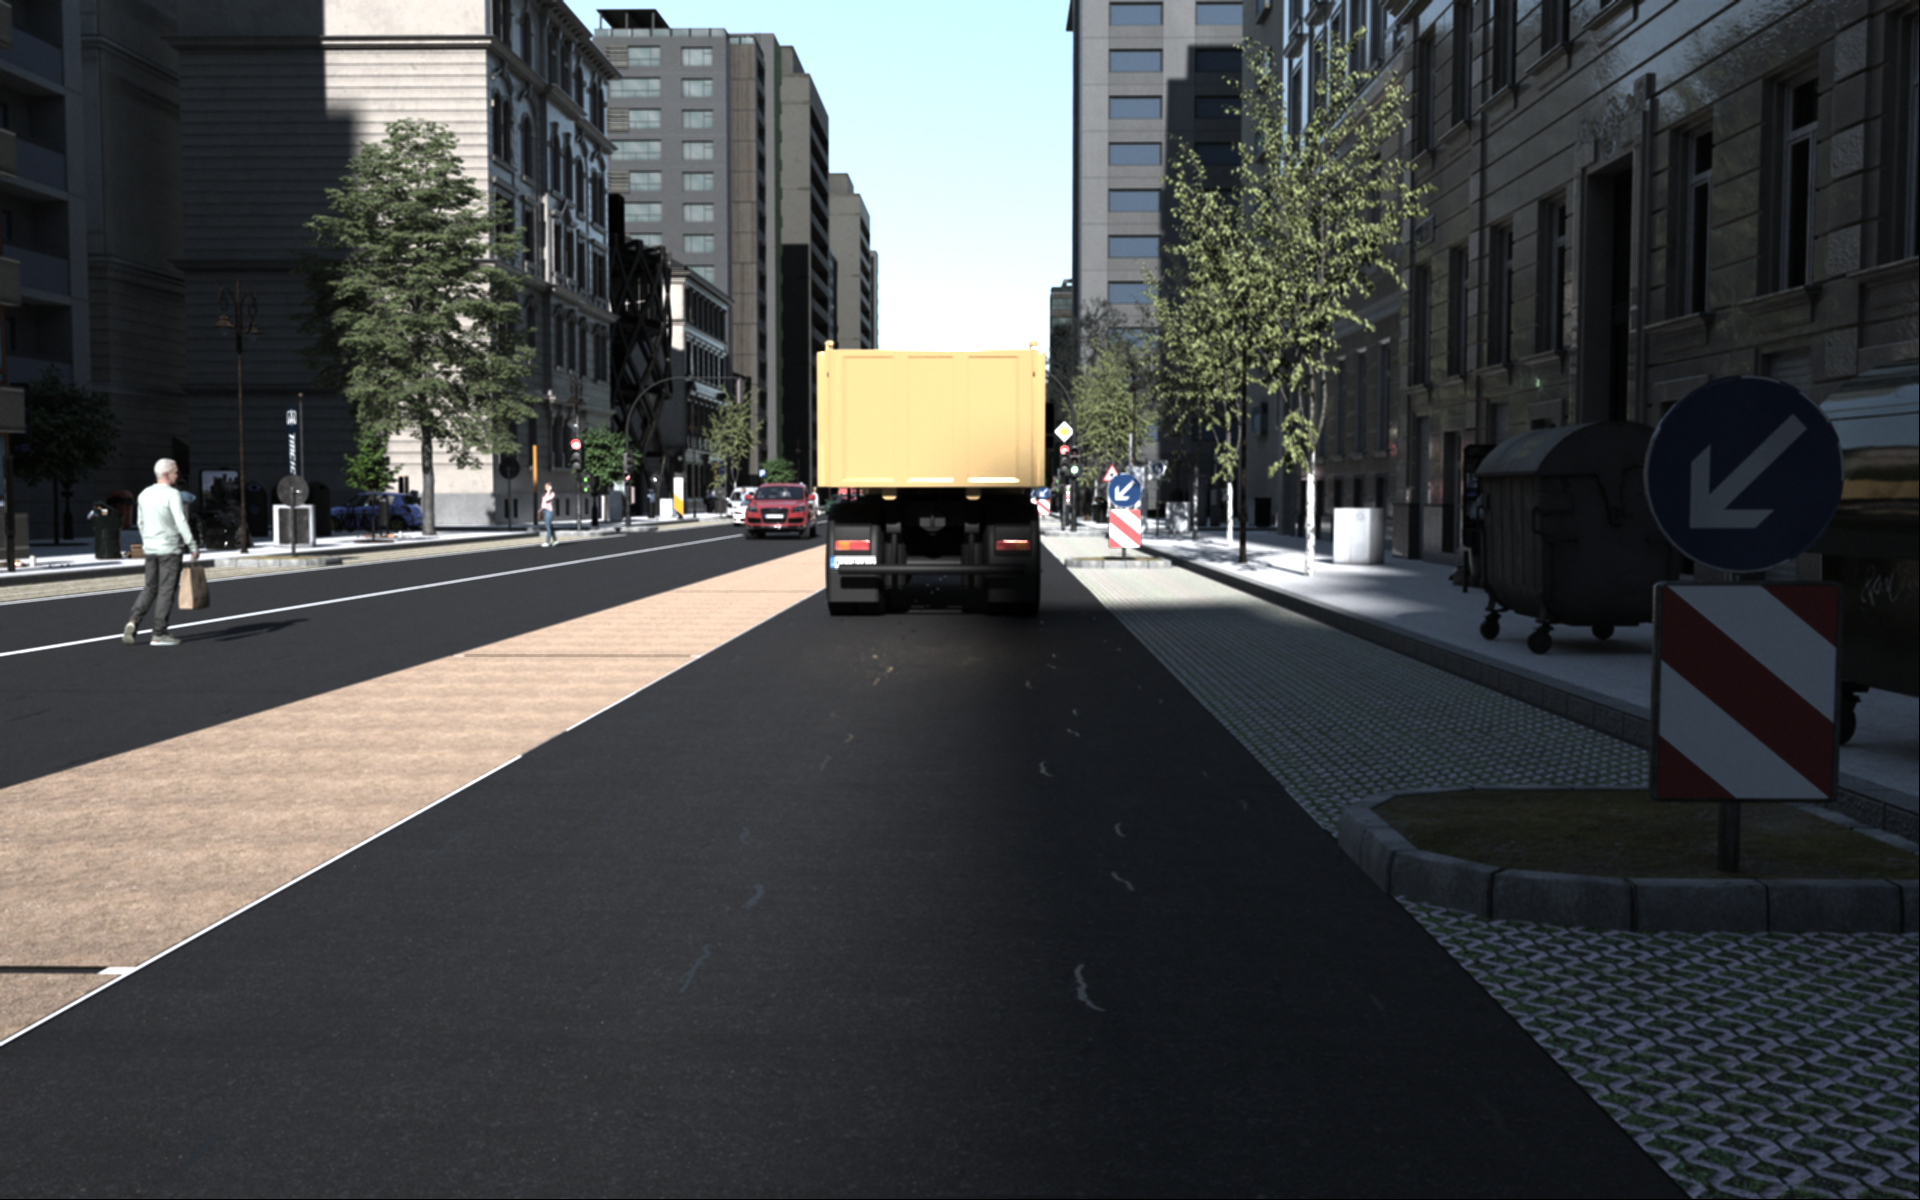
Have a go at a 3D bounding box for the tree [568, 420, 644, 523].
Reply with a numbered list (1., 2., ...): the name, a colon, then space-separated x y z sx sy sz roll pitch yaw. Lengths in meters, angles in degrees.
1. tree: -15.732 -5.694 76.815 4.285 4.588 4.351 0 3 0

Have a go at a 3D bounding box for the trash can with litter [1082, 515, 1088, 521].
1. trash can with litter: 6.248 -4.287 81.487 1.055 1.170 0.624 1 4 12

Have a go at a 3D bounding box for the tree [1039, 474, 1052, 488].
1. tree: 8.365 -10.575 167.502 1.663 3.219 1.824 0 3 0

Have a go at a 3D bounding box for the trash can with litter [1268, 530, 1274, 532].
1. trash can with litter: 11.122 -2.892 58.336 1.678 1.210 2.233 -1 4 -14

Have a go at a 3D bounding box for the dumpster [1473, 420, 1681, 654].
1. dumpster: 5.168 -0.535 14.507 1.264 1.857 1.865 0 4 1

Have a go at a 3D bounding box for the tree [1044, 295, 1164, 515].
1. tree: 8.010 -11.985 106.323 12.009 13.543 11.850 0 3 0

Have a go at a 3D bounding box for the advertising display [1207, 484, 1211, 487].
1. advertising display: 15.576 -6.340 108.871 0.123 1.923 0.974 2 4 28

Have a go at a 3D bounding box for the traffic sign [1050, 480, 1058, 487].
1. traffic sign: 6.975 -7.696 125.837 0.884 2.594 0.081 0 4 1

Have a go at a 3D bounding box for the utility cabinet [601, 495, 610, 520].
1. utility cabinet: -17.452 -4.546 85.488 0.306 1.237 1.020 0 4 0

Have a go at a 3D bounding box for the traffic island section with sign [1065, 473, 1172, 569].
1. traffic island section with sign: 3.073 -1.556 34.065 1.989 1.847 2.006 0 4 1

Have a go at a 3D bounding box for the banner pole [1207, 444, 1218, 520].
1. banner pole: 12.654 -5.889 86.297 0.401 3.779 0.863 -1 4 -18

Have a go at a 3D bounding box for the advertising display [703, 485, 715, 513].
1. advertising display: -17.462 -7.061 120.659 0.123 1.923 0.974 3 5 40

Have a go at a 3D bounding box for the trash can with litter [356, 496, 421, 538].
1. trash can with litter: -17.110 -2.460 51.275 1.678 1.210 2.233 -3 5 -41

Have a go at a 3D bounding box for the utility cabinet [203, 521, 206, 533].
1. utility cabinet: -23.631 -2.827 54.899 0.318 1.500 1.173 0 4 -3

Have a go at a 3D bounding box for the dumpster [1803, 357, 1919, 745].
1. dumpster: 4.974 -0.337 8.005 1.502 2.255 1.985 0 4 1

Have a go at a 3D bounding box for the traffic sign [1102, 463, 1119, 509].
1. traffic sign: 6.419 -4.469 73.079 0.884 2.594 0.081 1 4 9

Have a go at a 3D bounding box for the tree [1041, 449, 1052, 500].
1. tree: 7.560 -8.773 93.794 4.737 8.622 4.395 0 3 0

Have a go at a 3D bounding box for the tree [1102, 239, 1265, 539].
1. tree: 6.456 -6.033 49.004 4.360 8.622 3.978 0 3 0

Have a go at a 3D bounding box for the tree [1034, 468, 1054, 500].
1. tree: 8.260 -11.956 179.195 4.285 4.588 4.351 0 3 0

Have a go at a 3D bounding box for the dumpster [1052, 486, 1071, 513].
1. dumpster: 7.033 -6.807 117.046 1.264 1.857 1.865 0 4 1

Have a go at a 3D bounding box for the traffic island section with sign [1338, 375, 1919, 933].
1. traffic island section with sign: 2.530 0.126 6.572 1.989 1.847 2.006 0 4 1

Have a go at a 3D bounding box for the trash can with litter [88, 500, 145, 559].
1. trash can with litter: -16.636 -1.401 34.287 1.055 1.170 0.624 -3 5 -39

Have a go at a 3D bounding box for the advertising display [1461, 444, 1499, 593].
1. advertising display: 7.006 -1.054 22.452 0.974 1.923 0.123 0 4 7

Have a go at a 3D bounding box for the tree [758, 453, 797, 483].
1. tree: -14.639 -9.523 139.412 4.285 4.588 4.351 0 3 0

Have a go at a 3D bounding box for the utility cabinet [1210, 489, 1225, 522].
1. utility cabinet: 11.529 -4.210 77.513 0.318 1.500 1.173 2 4 28

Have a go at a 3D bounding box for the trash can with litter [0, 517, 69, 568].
1. trash can with litter: -17.135 -1.212 30.876 2.233 1.210 1.678 3 4 37

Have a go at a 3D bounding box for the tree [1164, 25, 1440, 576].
1. tree: 5.257 -4.686 26.977 4.737 8.622 4.395 0 3 0

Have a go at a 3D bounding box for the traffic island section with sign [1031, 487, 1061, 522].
1. traffic island section with sign: 4.155 -4.902 88.771 1.989 1.847 2.006 0 4 1

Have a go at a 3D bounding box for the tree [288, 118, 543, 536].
1. tree: -16.855 -8.258 53.154 7.486 12.596 7.792 0 3 0

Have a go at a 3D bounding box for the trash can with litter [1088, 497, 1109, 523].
1. trash can with litter: 6.311 -3.955 76.059 0.624 1.170 1.055 3 5 43

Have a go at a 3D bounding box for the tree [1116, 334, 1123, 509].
1. tree: 6.396 -5.625 42.326 4.737 8.622 4.395 0 3 0

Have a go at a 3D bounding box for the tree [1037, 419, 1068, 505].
1. tree: 9.316 -17.187 206.761 9.928 11.665 9.643 0 3 0

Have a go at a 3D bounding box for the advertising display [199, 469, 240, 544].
1. advertising display: -19.141 -2.422 44.811 0.974 1.923 0.123 -3 4 -39

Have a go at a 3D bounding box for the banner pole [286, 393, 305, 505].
1. banner pole: -16.502 -3.246 43.090 0.863 3.779 0.401 2 4 34

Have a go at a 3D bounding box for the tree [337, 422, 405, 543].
1. tree: -15.466 -3.139 45.923 1.663 3.219 1.824 0 3 0

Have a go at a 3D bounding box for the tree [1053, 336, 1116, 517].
1. tree: 6.666 -7.810 78.053 4.737 8.622 4.395 0 3 0

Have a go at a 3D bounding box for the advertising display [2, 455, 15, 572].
1. advertising display: -15.788 -1.440 28.765 0.123 1.923 0.974 -2 4 -30

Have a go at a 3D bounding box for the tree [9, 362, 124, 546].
1. tree: -22.693 -3.638 43.193 4.285 4.588 4.351 0 3 0

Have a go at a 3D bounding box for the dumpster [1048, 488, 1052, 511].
1. dumpster: 7.288 -7.667 131.107 1.264 1.857 1.865 0 4 1

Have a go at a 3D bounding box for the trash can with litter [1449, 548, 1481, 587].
1. trash can with litter: 7.132 -0.770 23.978 0.624 1.170 1.055 -1 4 -16

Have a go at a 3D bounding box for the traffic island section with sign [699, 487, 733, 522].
1. traffic island section with sign: -12.486 -4.998 90.337 1.989 1.847 2.006 0 4 1

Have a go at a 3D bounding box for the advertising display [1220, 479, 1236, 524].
1. advertising display: 11.629 -4.274 75.093 0.123 1.923 0.974 -2 4 -27

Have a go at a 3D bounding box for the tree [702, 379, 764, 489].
1. tree: -14.479 -9.816 110.848 4.737 8.622 4.395 0 3 0

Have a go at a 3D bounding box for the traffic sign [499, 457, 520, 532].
1. traffic sign: -15.407 -3.615 59.210 0.768 2.556 0.104 1 4 11

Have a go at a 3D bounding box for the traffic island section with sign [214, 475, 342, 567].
1. traffic island section with sign: -13.575 -1.598 34.757 1.989 1.847 2.006 0 4 1
